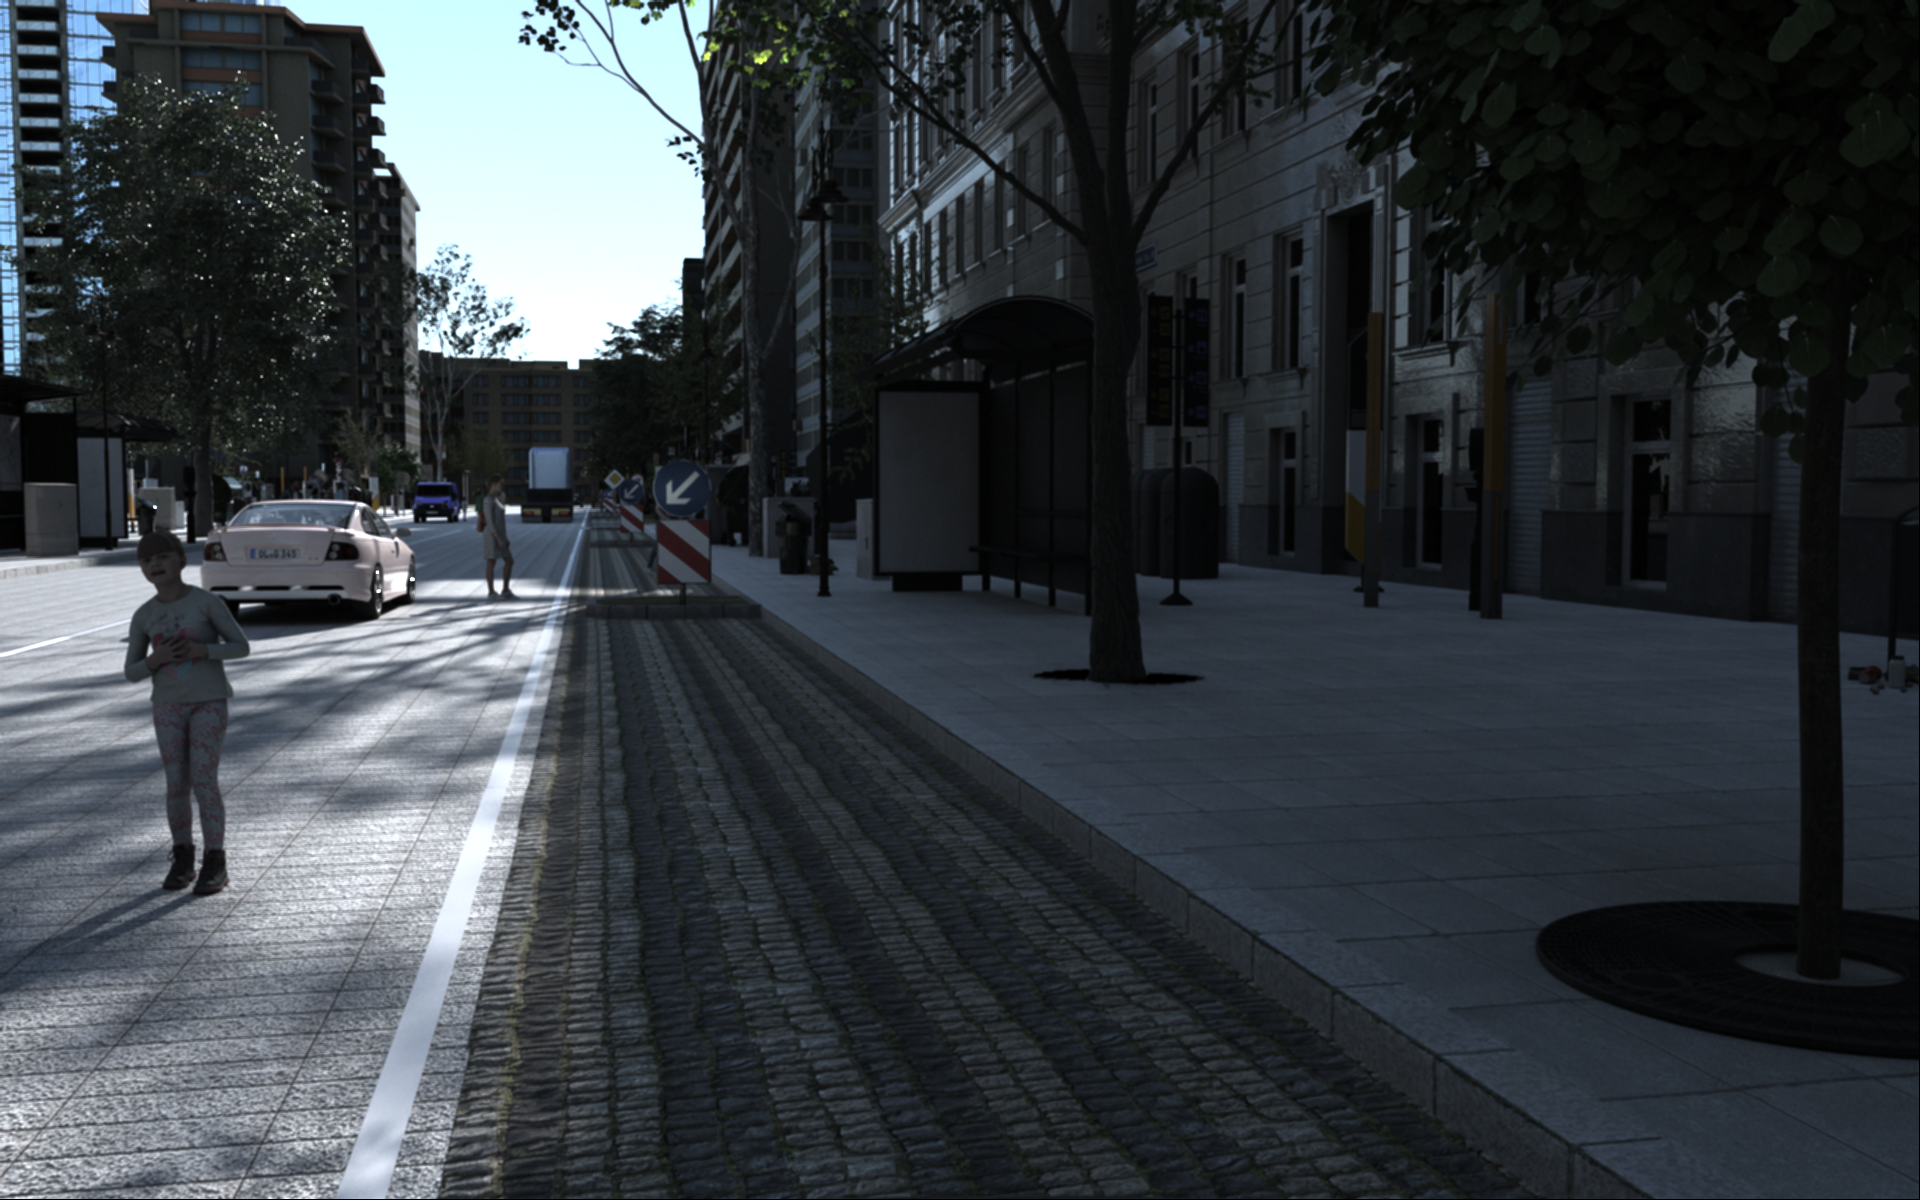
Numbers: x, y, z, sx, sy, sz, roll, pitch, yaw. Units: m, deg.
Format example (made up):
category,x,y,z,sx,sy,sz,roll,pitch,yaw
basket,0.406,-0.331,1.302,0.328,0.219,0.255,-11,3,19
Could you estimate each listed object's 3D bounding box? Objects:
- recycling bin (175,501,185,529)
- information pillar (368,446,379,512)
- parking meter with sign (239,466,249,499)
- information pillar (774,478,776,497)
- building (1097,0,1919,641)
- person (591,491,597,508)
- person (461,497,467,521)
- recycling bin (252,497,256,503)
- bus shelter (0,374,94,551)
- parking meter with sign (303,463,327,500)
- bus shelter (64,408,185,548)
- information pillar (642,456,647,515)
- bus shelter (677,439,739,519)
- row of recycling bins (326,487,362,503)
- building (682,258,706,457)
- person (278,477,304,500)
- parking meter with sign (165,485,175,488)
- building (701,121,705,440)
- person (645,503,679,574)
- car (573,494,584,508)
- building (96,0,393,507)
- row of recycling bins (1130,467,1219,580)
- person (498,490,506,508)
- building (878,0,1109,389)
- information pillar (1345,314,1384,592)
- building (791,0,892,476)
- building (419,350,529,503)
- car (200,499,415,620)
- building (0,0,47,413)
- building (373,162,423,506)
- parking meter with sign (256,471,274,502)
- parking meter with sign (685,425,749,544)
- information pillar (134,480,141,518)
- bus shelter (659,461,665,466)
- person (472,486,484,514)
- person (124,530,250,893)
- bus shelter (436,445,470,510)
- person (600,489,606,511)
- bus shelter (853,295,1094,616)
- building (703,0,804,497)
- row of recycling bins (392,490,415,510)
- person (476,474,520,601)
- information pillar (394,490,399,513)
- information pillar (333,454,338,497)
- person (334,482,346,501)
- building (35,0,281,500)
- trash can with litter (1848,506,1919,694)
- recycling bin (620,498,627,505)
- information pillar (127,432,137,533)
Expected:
category,x,y,z,sx,sy,sz,roll,pitch,yaw
recycling bin,-28.971,-3.118,63.526,0.722,1.027,0.722,2,4,33
information pillar,-28.730,-5.719,84.855,0.183,3.616,0.504,3,4,36
parking meter with sign,-43.717,-6.672,105.340,0.543,3.016,1.738,-1,4,-10
information pillar,-8.797,-4.683,81.056,0.304,2.012,0.304,-3,4,-39
building,11.448,-14.055,27.059,12.463,27.353,25.104,-1,4,-12
person,-36.380,-9.974,172.123,0.434,1.755,0.990,-3,5,-40
person,-26.276,-4.840,91.912,0.425,1.301,0.394,1,4,21
recycling bin,-53.650,-7.235,130.847,0.722,1.027,0.722,0,4,4
bus shelter,-20.156,-2.786,36.830,1.731,3.624,6.357,-1,4,-12
parking meter with sign,-36.389,-6.157,96.923,1.738,3.016,0.543,-3,4,-38
bus shelter,-21.236,-3.045,43.715,2.014,3.302,5.546,-1,4,-12
information pillar,-19.605,-7.089,107.266,0.183,3.616,0.504,1,4,11
bus shelter,-9.661,-4.425,66.276,2.014,3.302,5.546,-1,4,-12
row of recycling bins,-38.436,-6.178,108.130,3.534,1.692,1.069,3,5,42
building,-27.171,-27.027,213.597,14.160,30.474,14.107,-1,4,-12
person,-15.141,-1.896,39.491,0.794,1.824,0.713,-3,4,-38
parking meter with sign,-63.481,-8.741,139.179,1.738,3.016,0.543,-1,4,-10
building,-16.979,-35.036,192.449,23.786,49.044,30.456,-1,4,-12
person,-5.257,-1.324,30.734,0.643,1.750,0.593,1,4,22
car,-41.335,-10.632,185.624,2.131,1.459,4.920,-1,4,-11
building,-64.597,-30.812,158.406,22.147,44.769,28.867,-1,4,-12
row of recycling bins,3.293,-1.258,27.677,1.069,1.692,3.534,0,4,-7
person,-37.318,-8.093,141.019,0.583,1.804,0.606,1,4,16
building,5.472,-15.564,51.739,12.463,27.353,25.104,-1,4,-12
information pillar,5.285,-1.911,22.597,0.504,3.616,0.183,-1,4,-14
building,2.920,-25.117,102.538,23.993,40.220,32.217,-1,4,-12
building,-76.018,-24.717,249.167,28.899,21.520,27.650,-1,4,-12
car,-7.802,-0.529,21.008,2.083,1.381,4.827,-1,4,-10
building,-101.485,-53.833,192.844,31.000,86.520,22.319,-1,4,-12
building,-73.280,-30.697,193.780,23.993,40.220,32.217,-1,4,-12
parking meter with sign,-52.252,-8.235,130.896,0.543,3.016,1.738,3,4,37
parking meter with sign,-6.120,-2.933,44.214,1.738,3.016,0.543,-1,4,-13
information pillar,-44.400,-5.444,93.493,0.304,2.012,0.304,3,4,37
bus shelter,-16.728,-6.537,100.796,2.014,3.302,5.546,-1,4,-12
person,-22.741,-4.484,82.055,0.600,1.795,0.529,1,4,12
person,-2.808,0.396,6.303,0.425,1.301,0.394,-1,4,-22
bus shelter,-42.175,-10.185,144.158,2.179,5.291,8.768,-1,4,-12
person,-27.789,-7.718,134.869,0.537,1.800,0.526,-3,5,-44
bus shelter,0.163,-1.617,20.369,2.014,3.302,5.546,-1,4,-12
building,-13.141,-33.212,166.720,21.300,48.544,21.600,-1,4,-12
row of recycling bins,-45.711,-8.377,144.081,1.069,1.692,3.534,2,4,33
person,-6.252,-0.845,23.322,0.522,1.701,0.512,0,4,-1
information pillar,-37.657,-6.803,115.726,0.304,2.012,0.304,-1,4,-8
information pillar,-36.061,-6.651,100.098,0.183,3.616,0.504,0,4,7
person,-18.544,-2.639,51.904,0.793,1.790,0.793,3,5,43
building,-105.134,-56.532,236.962,31.000,86.520,22.319,-1,4,-12
trash can with litter,6.966,-0.035,11.623,2.233,1.210,1.678,0,4,1
recycling bin,-28.089,-8.116,145.251,0.722,1.027,0.722,0,4,-5
information pillar,-27.114,-3.993,56.638,0.183,3.616,0.504,-1,4,-14
